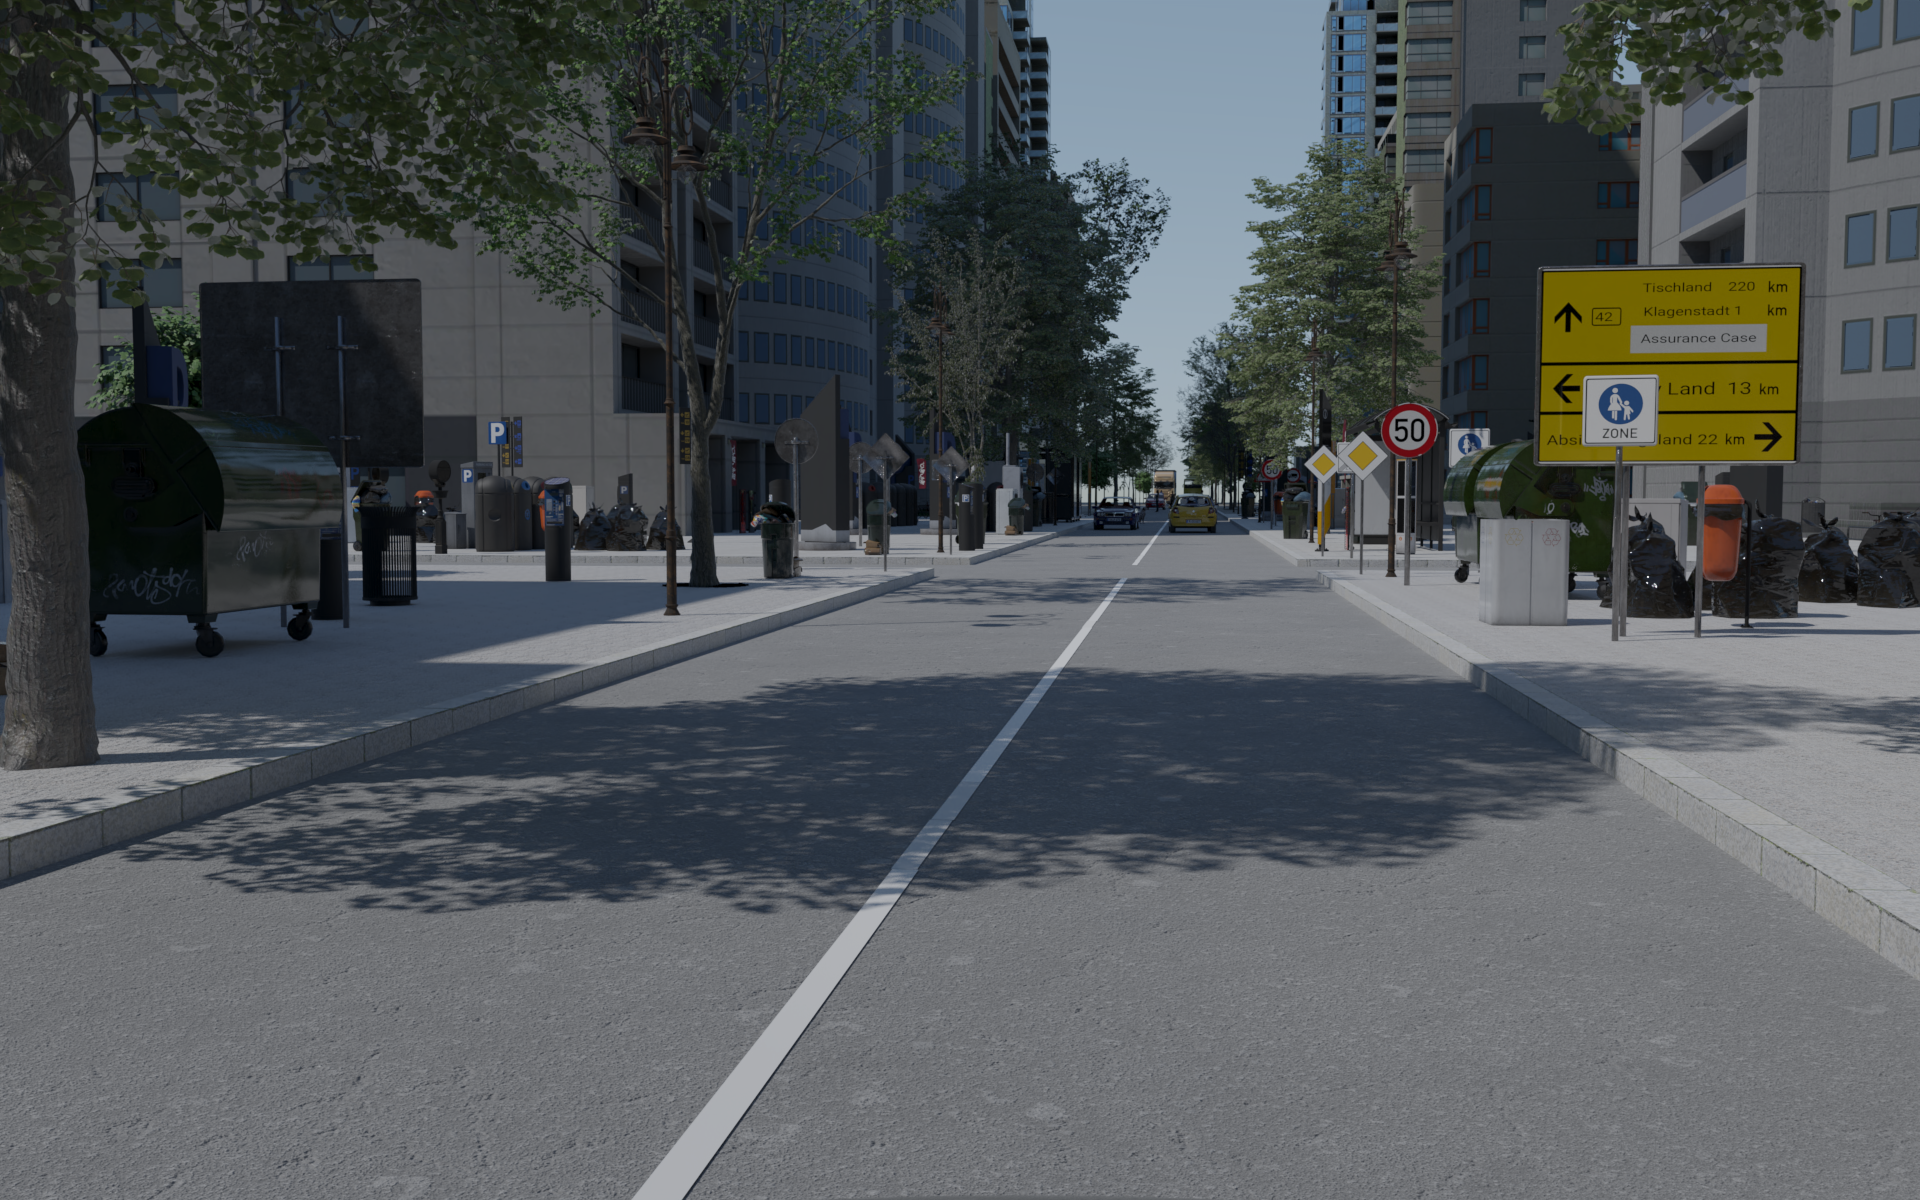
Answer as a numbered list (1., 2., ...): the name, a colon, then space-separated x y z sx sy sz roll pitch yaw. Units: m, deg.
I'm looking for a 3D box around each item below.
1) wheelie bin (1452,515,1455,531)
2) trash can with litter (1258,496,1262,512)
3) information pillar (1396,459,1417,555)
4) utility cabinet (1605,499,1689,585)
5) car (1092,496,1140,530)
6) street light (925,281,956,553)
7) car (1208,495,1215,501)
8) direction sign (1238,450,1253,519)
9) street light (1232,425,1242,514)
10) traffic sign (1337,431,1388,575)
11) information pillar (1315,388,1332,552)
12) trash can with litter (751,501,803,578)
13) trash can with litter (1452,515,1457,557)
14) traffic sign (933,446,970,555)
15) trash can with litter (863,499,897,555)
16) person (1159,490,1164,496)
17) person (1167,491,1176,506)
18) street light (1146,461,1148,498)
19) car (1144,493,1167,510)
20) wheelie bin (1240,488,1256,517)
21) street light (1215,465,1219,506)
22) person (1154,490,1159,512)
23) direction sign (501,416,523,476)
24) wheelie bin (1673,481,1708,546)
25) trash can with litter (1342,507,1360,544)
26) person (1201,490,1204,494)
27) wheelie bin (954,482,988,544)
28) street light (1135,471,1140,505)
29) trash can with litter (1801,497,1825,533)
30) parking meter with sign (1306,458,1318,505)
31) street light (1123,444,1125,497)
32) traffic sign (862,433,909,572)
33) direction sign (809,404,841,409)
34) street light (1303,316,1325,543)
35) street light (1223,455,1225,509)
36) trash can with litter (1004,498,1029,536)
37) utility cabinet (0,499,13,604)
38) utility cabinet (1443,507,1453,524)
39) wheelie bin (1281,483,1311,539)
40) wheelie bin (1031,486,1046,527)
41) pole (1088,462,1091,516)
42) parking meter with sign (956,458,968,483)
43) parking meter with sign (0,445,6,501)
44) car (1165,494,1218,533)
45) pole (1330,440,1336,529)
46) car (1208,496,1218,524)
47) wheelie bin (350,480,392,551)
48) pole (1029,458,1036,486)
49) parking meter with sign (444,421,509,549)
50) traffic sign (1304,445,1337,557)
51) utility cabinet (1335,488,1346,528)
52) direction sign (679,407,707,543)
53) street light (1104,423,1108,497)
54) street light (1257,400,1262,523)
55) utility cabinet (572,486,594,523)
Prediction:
1. wheelie bin: 17.367 -3.176 59.829 0.980 1.594 0.693 1 4 16
2. trash can with litter: 19.445 -6.013 109.699 1.055 1.170 0.624 -1 4 -15
3. information pillar: 9.449 -1.968 36.664 0.304 2.012 0.304 -2 4 -27
4. utility cabinet: 9.466 -0.778 23.886 1.020 1.237 0.306 3 5 43
5. car: 6.364 -3.528 70.262 1.945 1.354 3.894 1 4 8
6. street light: -0.422 -3.973 37.747 0.468 5.910 1.993 0 4 7
7. car: 18.032 -7.186 129.498 2.014 1.417 4.499 0 4 8
8. direction sign: 14.780 -5.979 89.753 0.876 3.537 0.379 -2 4 -26
9. street light: 17.632 -8.364 109.542 0.468 5.910 1.993 0 4 7
10. traffic sign: 6.394 -1.463 27.560 0.795 2.450 0.064 0 4 7
11. information pillar: 8.135 -2.893 38.655 0.183 3.616 0.504 3 4 37
12. trash can with litter: -2.780 -0.930 26.588 0.624 1.170 1.055 1 4 8
13. trash can with litter: 10.388 -1.430 34.768 0.624 1.170 1.055 -2 4 -27
14. traffic sign: -0.189 -2.010 36.498 0.795 2.450 0.064 0 4 7
15. trash can with litter: -1.710 -1.549 36.711 0.624 1.170 1.055 0 4 6
16. person: 20.406 -10.204 175.198 0.709 1.838 0.599 2 4 28
17. person: 19.940 -9.363 162.303 1.217 1.735 0.721 0 4 -8
18. street light: 24.458 -15.568 227.321 0.468 5.910 1.993 0 4 7
19. car: 17.884 -9.128 158.284 2.155 1.783 4.494 1 4 8
20. wheelie bin: 16.091 -5.434 96.749 0.693 1.594 0.980 -3 5 -42
21. street light: 27.615 -12.981 185.030 0.468 5.910 1.993 0 4 7
22. person: 15.604 -7.856 137.666 0.721 1.735 1.217 0 4 -7
23. direction sign: -13.117 -3.594 50.763 0.876 3.537 0.379 2 4 34
24. wheelie bin: 18.224 -2.153 43.114 0.980 1.594 0.693 0 4 1
25. trash can with litter: 10.432 -2.036 44.681 1.055 1.170 0.624 -1 4 -14
26. person: 22.905 -9.485 163.576 0.705 1.824 1.348 -1 4 -10
27. wheelie bin: 0.279 -2.235 44.446 0.980 1.594 0.693 3 4 38
28. street light: 20.297 -13.615 195.394 0.468 5.910 1.993 0 4 7
29. trash can with litter: 20.451 -1.919 42.438 2.233 1.210 1.678 1 4 20
30. parking meter with sign: 18.335 -5.669 88.947 1.738 3.016 0.543 1 4 18
31. street light: 13.735 -10.530 144.950 0.468 5.910 1.993 0 4 7
32. traffic sign: -1.232 -1.525 28.581 0.795 2.450 0.064 0 4 7
33. direction sign: -3.393 -3.163 43.719 0.876 3.537 0.379 -2 4 -30
34. street light: 9.218 -4.431 45.227 0.468 5.910 1.993 0 4 7
35. street light: 23.400 -11.029 153.111 0.468 5.910 1.993 0 4 7
36. trash can with litter: 1.743 -2.592 53.764 0.624 1.170 1.055 1 4 16
37. utility cabinet: -11.712 -0.559 20.297 1.020 1.237 0.306 -1 4 -11
38. utility cabinet: 20.517 -3.911 72.616 0.318 1.500 1.173 -2 4 -31
39. wheelie bin: 9.591 -2.540 49.443 0.980 1.594 0.693 2 4 28
40. wheelie bin: 2.898 -3.691 68.254 0.980 1.594 0.693 1 4 16
41. pole: 7.604 -6.599 101.732 0.158 3.312 0.155 0 3 0
42. parking meter with sign: -0.154 -4.774 74.323 0.543 3.016 1.738 3 5 42
43. parking meter with sign: -32.107 -3.686 56.533 0.543 3.016 1.738 1 4 13
44. car: 8.694 -3.347 64.939 2.015 1.641 3.980 0 4 6
45. pole: 13.673 -4.263 63.547 0.158 3.312 0.155 0 3 0
46. car: 11.529 -4.355 83.781 1.945 1.354 3.894 0 4 6
47. wheelie bin: -13.192 -1.898 38.933 0.693 1.594 0.980 1 4 21
48. pole: 3.575 -5.523 84.150 0.158 3.312 0.155 0 3 0
49. parking meter with sign: -11.450 -2.735 40.979 0.543 3.016 1.738 2 4 25
50. traffic sign: 7.437 -1.947 35.477 0.795 2.450 0.064 0 4 7
51. utility cabinet: 14.090 -3.406 64.365 1.173 1.500 0.318 -1 4 -12
52. direction sign: -7.007 -3.278 45.595 0.876 3.537 0.379 -3 5 -43
53. street light: 9.417 -8.570 112.909 0.468 5.910 1.993 0 4 7
54. street light: 13.449 -6.411 77.609 0.468 5.910 1.993 0 4 7
55. utility cabinet: -10.304 -2.311 46.456 1.173 1.500 0.318 3 4 36
